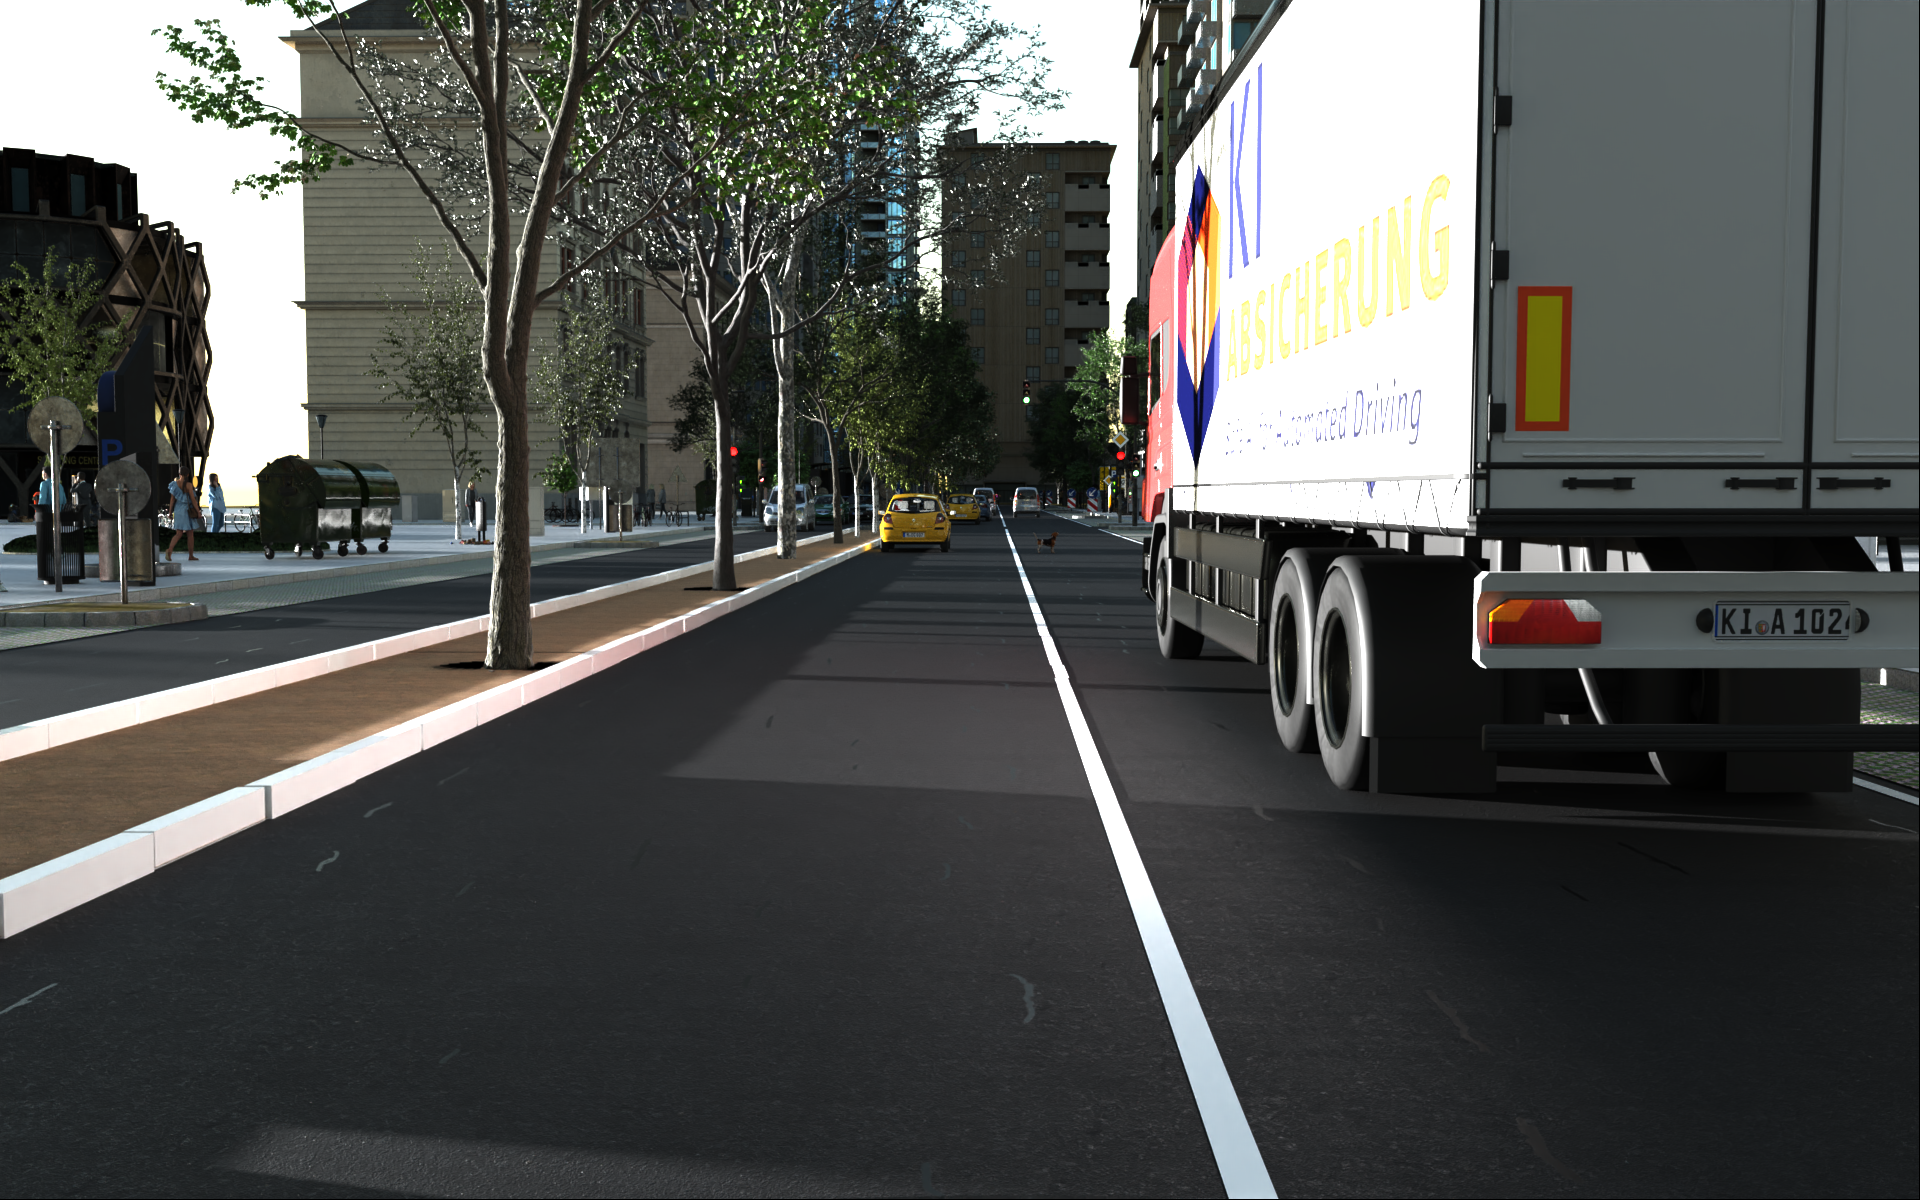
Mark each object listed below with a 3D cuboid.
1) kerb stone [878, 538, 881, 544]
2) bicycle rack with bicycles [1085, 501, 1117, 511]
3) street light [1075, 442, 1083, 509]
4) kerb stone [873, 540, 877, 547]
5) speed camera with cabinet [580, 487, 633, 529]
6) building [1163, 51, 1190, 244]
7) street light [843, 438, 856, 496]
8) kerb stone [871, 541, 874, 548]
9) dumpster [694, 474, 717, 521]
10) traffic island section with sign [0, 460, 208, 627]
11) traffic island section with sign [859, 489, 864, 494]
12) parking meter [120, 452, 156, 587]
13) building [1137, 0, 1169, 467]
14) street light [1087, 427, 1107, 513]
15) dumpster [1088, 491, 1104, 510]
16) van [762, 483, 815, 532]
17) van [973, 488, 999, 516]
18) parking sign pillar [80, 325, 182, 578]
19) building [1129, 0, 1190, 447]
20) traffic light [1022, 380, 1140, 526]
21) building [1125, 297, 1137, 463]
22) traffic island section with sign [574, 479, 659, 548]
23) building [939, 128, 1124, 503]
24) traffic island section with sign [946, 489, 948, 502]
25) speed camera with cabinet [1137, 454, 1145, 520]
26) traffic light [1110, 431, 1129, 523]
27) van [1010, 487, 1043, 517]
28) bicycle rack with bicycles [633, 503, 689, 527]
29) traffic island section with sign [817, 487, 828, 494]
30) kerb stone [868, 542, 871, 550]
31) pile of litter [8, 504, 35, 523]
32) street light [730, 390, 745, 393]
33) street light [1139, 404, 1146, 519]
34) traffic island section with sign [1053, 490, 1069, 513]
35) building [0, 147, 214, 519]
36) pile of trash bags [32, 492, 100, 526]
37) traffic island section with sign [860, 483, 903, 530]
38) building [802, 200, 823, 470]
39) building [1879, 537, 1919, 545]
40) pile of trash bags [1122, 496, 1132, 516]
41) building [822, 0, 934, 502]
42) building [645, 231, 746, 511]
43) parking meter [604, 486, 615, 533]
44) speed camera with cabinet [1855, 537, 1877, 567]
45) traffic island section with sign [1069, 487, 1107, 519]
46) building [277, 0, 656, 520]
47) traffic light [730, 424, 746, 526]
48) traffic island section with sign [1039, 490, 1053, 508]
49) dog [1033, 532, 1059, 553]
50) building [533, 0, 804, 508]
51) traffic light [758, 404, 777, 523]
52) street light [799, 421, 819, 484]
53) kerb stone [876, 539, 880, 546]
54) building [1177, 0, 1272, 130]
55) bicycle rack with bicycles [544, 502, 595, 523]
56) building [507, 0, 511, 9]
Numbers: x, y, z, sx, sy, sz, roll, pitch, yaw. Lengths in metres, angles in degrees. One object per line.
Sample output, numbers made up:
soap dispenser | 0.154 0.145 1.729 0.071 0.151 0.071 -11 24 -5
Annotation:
kerb stone | -2.329 -1.585 48.105 0.120 0.150 1.000 0 4 1
bicycle rack with bicycles | 11.313 -7.224 131.495 2.852 0.926 2.925 -3 5 -40
street light | 10.066 -10.983 152.118 1.470 5.913 1.316 0 4 1
kerb stone | -2.366 -1.459 46.055 0.120 0.150 1.000 0 4 1
speed camera with cabinet | -13.048 -4.254 63.890 0.660 3.252 2.038 3 5 40
building | 25.990 -29.369 163.779 14.154 41.232 14.086 0 4 1
street light | -9.116 -10.476 143.829 1.470 5.913 1.316 0 4 1
kerb stone | -2.388 -1.397 45.029 0.120 0.150 1.000 0 4 1
dumpster | -11.887 -4.908 82.746 1.502 2.255 1.985 0 4 1
traffic island section with sign | -9.683 -0.665 19.500 1.989 1.847 2.006 0 4 1
traffic island section with sign | -7.541 -7.472 130.794 1.989 1.847 2.006 0 4 1
parking meter | -11.457 -1.126 24.123 0.399 1.863 0.255 1 4 23
building | 30.267 -47.077 207.955 20.563 71.187 20.611 0 4 1
street light | 9.442 -9.003 119.741 1.470 5.913 1.316 0 4 1
dumpster | 11.346 -8.463 144.124 1.264 1.857 1.865 0 4 1
van | -6.593 -3.678 67.144 2.013 2.044 4.112 0 4 1
van | 1.597 -6.700 116.554 2.013 2.044 4.112 0 4 1
parking sign pillar | -13.029 -2.364 27.118 1.447 3.967 1.447 0 4 -5
building | 33.323 -36.404 184.447 28.713 52.752 27.495 0 4 1
traffic light | 4.858 -5.765 68.929 4.771 5.953 1.251 0 4 1
building | 31.246 -29.286 250.527 14.107 30.474 14.160 0 4 1
traffic island section with sign | -9.155 -2.313 46.450 1.989 1.847 2.006 0 4 1
building | 10.580 -40.851 257.146 27.495 52.752 28.713 0 4 1
traffic island section with sign | -1.384 -8.805 152.103 2.006 1.907 1.989 0 4 1
speed camera with cabinet | 9.691 -5.600 85.895 2.038 3.252 0.660 2 4 24
traffic light | 7.103 -5.388 77.015 0.839 4.253 0.868 0 4 1
van | 4.133 -6.143 107.454 2.013 2.044 4.112 0 4 2
bicycle rack with bicycles | -11.955 -3.359 68.304 2.852 0.926 2.925 0 4 5
traffic island section with sign | -8.094 -5.740 102.468 1.989 1.847 2.006 0 4 1
kerb stone | -2.412 -1.331 44.007 0.120 0.150 1.000 0 4 1
pile of litter | -42.601 -3.948 78.522 1.176 0.858 1.719 -1 4 -12
street light | -10.310 -6.435 77.745 1.470 5.913 1.316 0 4 1
street light | 8.807 -7.023 87.365 1.470 5.913 1.316 0 4 1
traffic island section with sign | 8.145 -7.343 128.689 1.989 1.847 2.006 0 4 1
building | -50.486 -13.827 93.515 16.811 18.784 16.820 0 4 1
pile of trash bags | -35.797 -3.674 69.829 3.447 1.369 1.912 1 4 10
traffic island section with sign | -2.961 -3.758 69.572 2.006 1.907 1.989 0 4 1
building | -24.240 -32.400 213.326 14.086 41.232 14.154 0 4 1
building | 32.853 -21.766 47.760 32.217 40.220 23.993 0 4 1
pile of trash bags | 10.557 -5.803 104.631 1.912 1.369 3.447 1 4 13
building | -18.884 -57.577 254.049 31.000 86.520 22.319 0 4 1
building | -23.233 -17.006 128.950 10.553 20.767 40.483 0 4 1
parking meter | -11.694 -3.022 57.818 0.372 1.533 0.369 0 3 0
speed camera with cabinet | 9.146 -1.423 17.605 0.660 3.252 2.038 -1 4 -12
traffic island section with sign | 7.621 -5.694 101.722 1.989 1.847 2.006 0 4 1
building | -25.781 -18.901 96.424 14.401 28.519 23.554 0 4 1
traffic light | -9.008 -4.917 69.319 0.839 4.253 0.868 0 4 1
traffic island section with sign | 9.097 -10.420 178.989 1.989 1.847 2.006 0 4 1
dog | 2.095 -1.396 42.118 0.406 0.507 0.540 3 4 39
building | -27.092 -38.162 165.946 21.231 58.520 28.212 0 4 1
traffic light | -6.762 -6.277 77.298 4.771 5.953 1.251 0 4 1
street light | -9.711 -8.452 110.735 1.470 5.913 1.316 0 4 1
kerb stone | -2.349 -1.522 47.077 0.120 0.150 1.000 0 4 1
building | 28.957 -31.576 135.884 23.786 49.044 30.456 0 4 1
bicycle rack with bicycles | -17.977 -3.963 78.183 2.925 0.926 2.852 -1 4 -9
building | -47.174 -54.808 208.777 31.000 86.520 22.319 0 4 1
